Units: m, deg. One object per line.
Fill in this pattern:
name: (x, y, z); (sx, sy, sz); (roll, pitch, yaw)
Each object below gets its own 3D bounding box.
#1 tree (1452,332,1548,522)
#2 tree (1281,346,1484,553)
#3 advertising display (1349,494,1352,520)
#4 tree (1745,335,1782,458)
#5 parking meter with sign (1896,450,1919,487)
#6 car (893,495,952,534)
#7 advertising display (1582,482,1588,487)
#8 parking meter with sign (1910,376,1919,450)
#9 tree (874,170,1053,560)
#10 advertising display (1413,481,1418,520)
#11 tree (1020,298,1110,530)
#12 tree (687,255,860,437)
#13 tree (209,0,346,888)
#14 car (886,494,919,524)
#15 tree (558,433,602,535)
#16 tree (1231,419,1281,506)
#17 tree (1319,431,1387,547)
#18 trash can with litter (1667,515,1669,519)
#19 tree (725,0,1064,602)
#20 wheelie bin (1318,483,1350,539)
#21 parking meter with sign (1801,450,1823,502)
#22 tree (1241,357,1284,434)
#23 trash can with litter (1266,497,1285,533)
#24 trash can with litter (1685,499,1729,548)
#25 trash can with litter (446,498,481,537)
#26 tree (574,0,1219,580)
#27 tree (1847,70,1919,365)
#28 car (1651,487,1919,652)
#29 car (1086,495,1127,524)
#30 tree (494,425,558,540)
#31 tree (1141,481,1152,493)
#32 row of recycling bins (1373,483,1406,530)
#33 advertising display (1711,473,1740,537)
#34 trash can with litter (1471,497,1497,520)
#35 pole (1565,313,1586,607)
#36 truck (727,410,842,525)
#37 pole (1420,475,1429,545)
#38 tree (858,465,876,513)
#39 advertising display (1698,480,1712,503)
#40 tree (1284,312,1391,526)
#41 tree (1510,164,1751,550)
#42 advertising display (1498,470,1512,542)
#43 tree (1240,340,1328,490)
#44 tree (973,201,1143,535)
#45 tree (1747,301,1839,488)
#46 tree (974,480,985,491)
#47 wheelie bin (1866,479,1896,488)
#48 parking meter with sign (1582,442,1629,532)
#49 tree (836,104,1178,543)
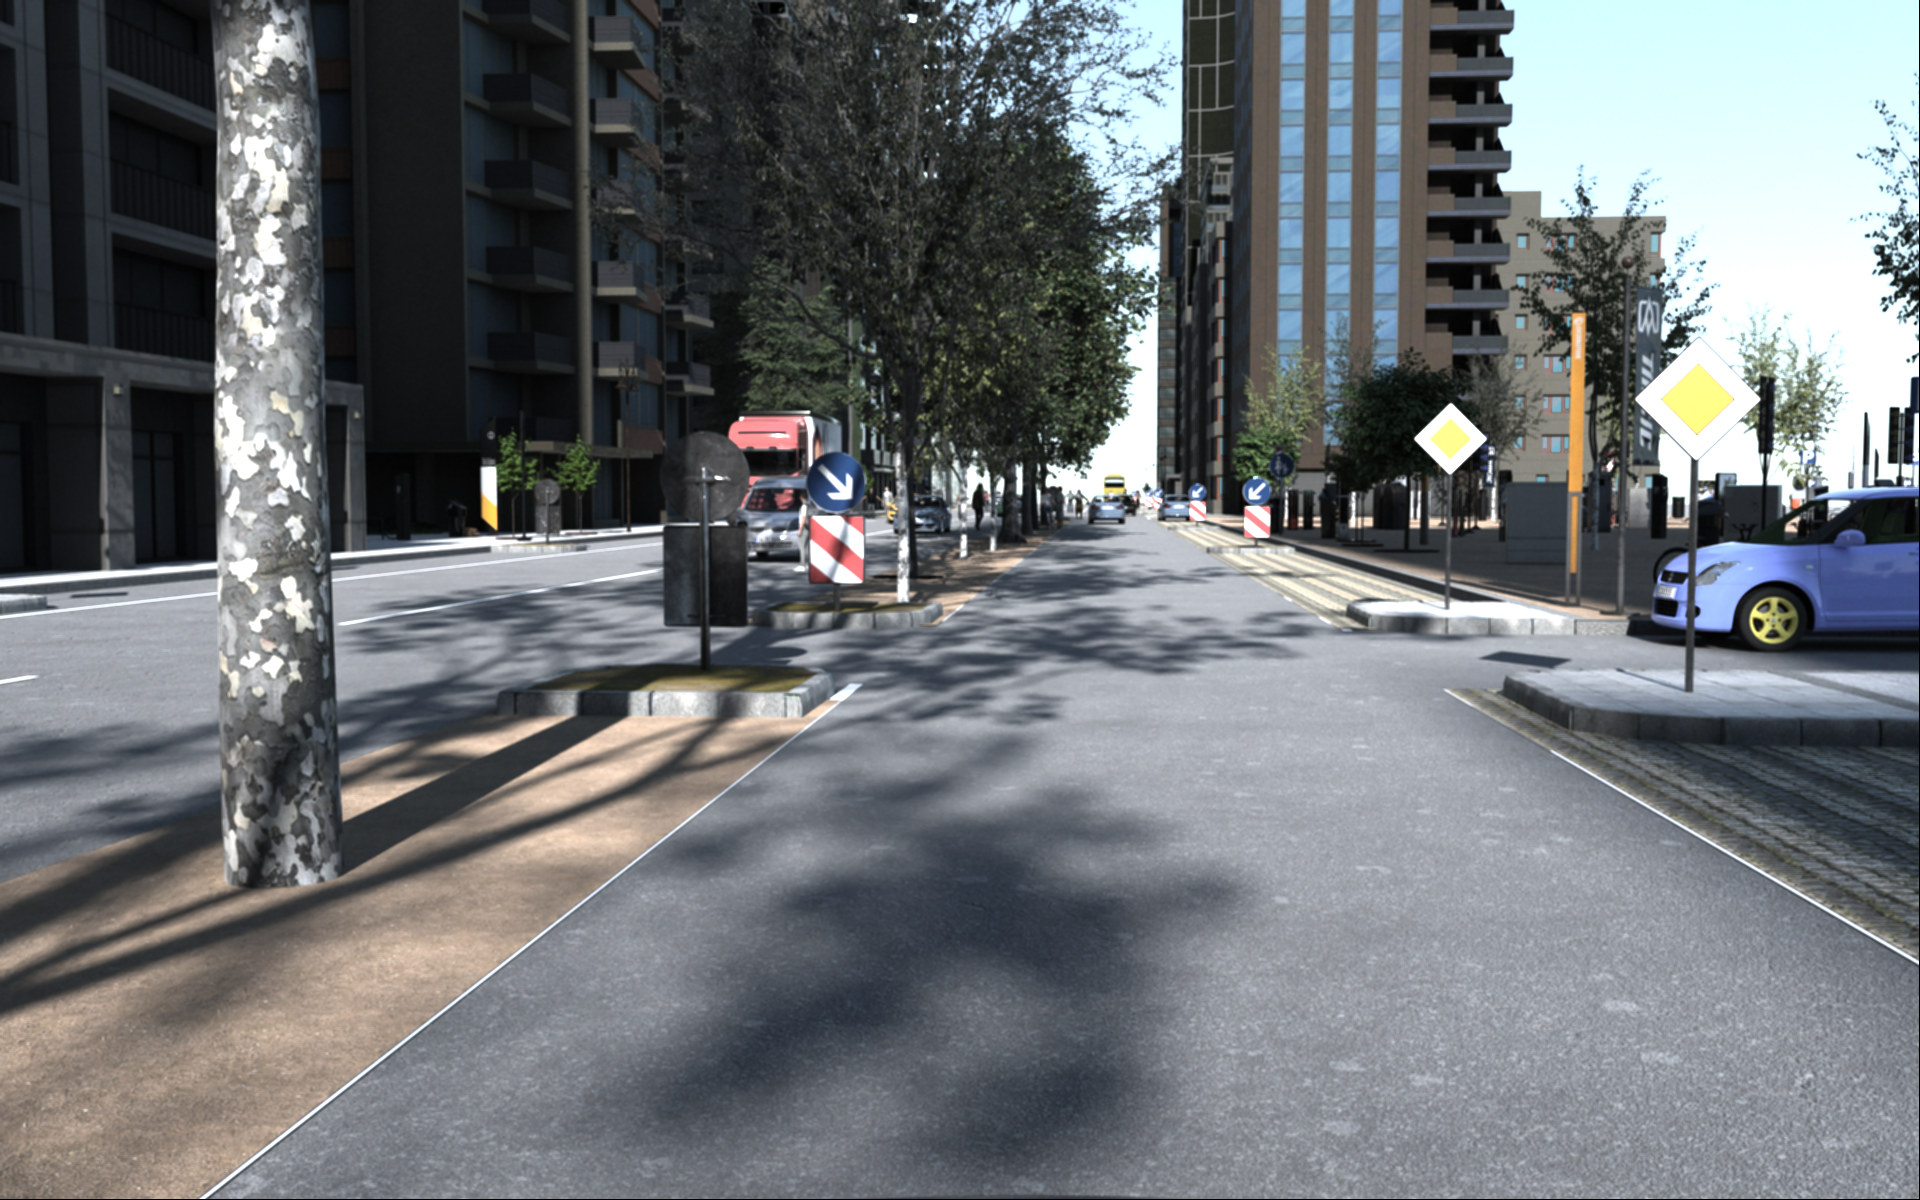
tree: (24.793, -7.926, 79.955); (4.360, 8.622, 3.978); (0, 3, 0)
tree: (9.873, -3.348, 38.461); (4.285, 4.588, 4.351); (0, 3, 0)
advertising display: (19.522, -5.002, 87.003); (0.123, 1.923, 0.974); (3, 4, 39)
tree: (36.217, -7.573, 74.177); (4.360, 8.622, 3.978); (0, 3, 0)
parking meter with sign: (39.975, -4.713, 73.313); (0.543, 3.016, 1.738); (0, 4, 6)
car: (-1.344, -3.160, 63.664); (2.014, 1.417, 4.499); (0, 4, 6)
advertising display: (32.074, -5.139, 89.240); (0.123, 1.923, 0.974); (3, 5, 41)
parking meter with sign: (14.015, -1.753, 24.916); (0.543, 3.016, 1.738); (2, 4, 24)
tree: (0.056, -5.188, 37.648); (4.737, 8.622, 4.395); (0, 3, 0)
advertising display: (22.692, -4.959, 86.298); (0.123, 1.923, 0.974); (0, 4, 8)
tree: (3.781, -9.247, 79.396); (9.928, 11.665, 9.643); (0, 3, 0)
tree: (-9.691, -11.268, 90.883); (9.857, 13.997, 8.962); (0, 3, 0)
tree: (-1.380, -8.963, 4.894); (12.611, 20.169, 13.585); (0, 3, 0)
car: (-2.525, -4.528, 84.254); (2.015, 1.641, 3.980); (0, 4, 3)
tree: (-12.223, -3.702, 55.131); (1.663, 3.219, 1.824); (0, 3, 0)
tree: (13.315, -5.617, 75.559); (4.285, 4.588, 4.351); (0, 3, 0)
tree: (9.803, -2.940, 42.673); (1.663, 3.219, 1.824); (0, 3, 0)
trash can with litter: (35.390, -4.744, 88.620); (1.678, 1.210, 2.233); (-3, 4, -36)
tree: (-0.704, -4.166, 20.926); (4.360, 8.622, 3.978); (0, 3, 0)
wheelie bin: (10.789, -2.583, 50.140); (0.980, 1.594, 0.693); (-1, 4, -21)
parking meter with sign: (34.254, -4.472, 69.381); (0.543, 3.016, 1.738); (3, 5, 45)
tree: (16.693, -8.474, 88.912); (4.360, 8.622, 3.978); (0, 3, 0)
trash can with litter: (10.302, -2.773, 56.732); (0.624, 1.170, 1.055); (0, 4, 6)
trash can with litter: (15.121, -1.451, 35.110); (0.624, 1.170, 1.055); (3, 5, 39)
trash can with litter: (-14.776, -2.460, 51.600); (1.055, 1.170, 0.624); (1, 4, 18)
tree: (-0.896, -7.111, 29.092); (12.009, 13.543, 11.850); (0, 3, 0)
tree: (17.466, -4.866, 29.914); (4.360, 8.622, 3.978); (0, 3, 0)
car: (8.517, -0.412, 16.333); (3.694, 1.707, 1.945); (0, 4, 5)
car: (7.112, -4.407, 84.064); (2.014, 1.417, 4.499); (0, 4, 4)
tree: (-12.720, -3.329, 49.031); (1.663, 3.219, 1.824); (0, 3, 0)
tree: (26.947, -15.572, 249.209); (1.663, 3.219, 1.824); (0, 3, 0)
row of recycling bins: (15.805, -3.467, 63.793); (1.069, 1.692, 3.534); (0, 4, 6)
advertising display: (23.044, -2.870, 52.139); (0.974, 1.923, 0.123); (-2, 4, -35)
trash can with litter: (26.757, -4.665, 87.332); (2.233, 1.210, 1.678); (2, 4, 25)
pole: (6.974, -1.576, 19.614); (0.158, 3.312, 0.155); (0, 3, 0)
truck: (-6.034, -4.361, 60.218); (2.839, 4.237, 11.283); (0, 4, 4)
pole: (11.762, -3.055, 43.789); (0.158, 3.312, 0.155); (0, 3, 0)
tree: (-6.485, -7.440, 116.242); (1.663, 3.219, 1.824); (0, 3, 0)
advertising display: (34.927, -4.656, 81.340); (0.974, 1.923, 0.123); (2, 4, 33)
tree: (15.703, -7.267, 69.181); (4.360, 8.622, 3.978); (0, 3, 0)
tree: (14.734, -5.437, 39.265); (4.737, 8.622, 4.395); (0, 3, 0)
advertising display: (14.679, -2.536, 46.685); (0.123, 1.923, 0.974); (0, 4, 4)
tree: (15.484, -8.071, 82.317); (4.737, 8.622, 4.395); (0, 3, 0)
tree: (2.405, -8.508, 59.685); (7.486, 12.596, 7.792); (0, 3, 0)
tree: (30.617, -7.041, 65.483); (4.737, 8.622, 4.395); (0, 3, 0)
tree: (2.838, -14.511, 231.852); (1.663, 3.219, 1.824); (0, 3, 0)
wheelie bin: (19.427, -1.750, 36.515); (0.980, 1.594, 0.693); (-2, 4, -31)
parking meter with sign: (21.434, -3.780, 58.060); (1.738, 3.016, 0.543); (0, 4, 1)
tree: (1.478, -8.011, 50.441); (9.611, 12.733, 9.660); (0, 3, 0)
